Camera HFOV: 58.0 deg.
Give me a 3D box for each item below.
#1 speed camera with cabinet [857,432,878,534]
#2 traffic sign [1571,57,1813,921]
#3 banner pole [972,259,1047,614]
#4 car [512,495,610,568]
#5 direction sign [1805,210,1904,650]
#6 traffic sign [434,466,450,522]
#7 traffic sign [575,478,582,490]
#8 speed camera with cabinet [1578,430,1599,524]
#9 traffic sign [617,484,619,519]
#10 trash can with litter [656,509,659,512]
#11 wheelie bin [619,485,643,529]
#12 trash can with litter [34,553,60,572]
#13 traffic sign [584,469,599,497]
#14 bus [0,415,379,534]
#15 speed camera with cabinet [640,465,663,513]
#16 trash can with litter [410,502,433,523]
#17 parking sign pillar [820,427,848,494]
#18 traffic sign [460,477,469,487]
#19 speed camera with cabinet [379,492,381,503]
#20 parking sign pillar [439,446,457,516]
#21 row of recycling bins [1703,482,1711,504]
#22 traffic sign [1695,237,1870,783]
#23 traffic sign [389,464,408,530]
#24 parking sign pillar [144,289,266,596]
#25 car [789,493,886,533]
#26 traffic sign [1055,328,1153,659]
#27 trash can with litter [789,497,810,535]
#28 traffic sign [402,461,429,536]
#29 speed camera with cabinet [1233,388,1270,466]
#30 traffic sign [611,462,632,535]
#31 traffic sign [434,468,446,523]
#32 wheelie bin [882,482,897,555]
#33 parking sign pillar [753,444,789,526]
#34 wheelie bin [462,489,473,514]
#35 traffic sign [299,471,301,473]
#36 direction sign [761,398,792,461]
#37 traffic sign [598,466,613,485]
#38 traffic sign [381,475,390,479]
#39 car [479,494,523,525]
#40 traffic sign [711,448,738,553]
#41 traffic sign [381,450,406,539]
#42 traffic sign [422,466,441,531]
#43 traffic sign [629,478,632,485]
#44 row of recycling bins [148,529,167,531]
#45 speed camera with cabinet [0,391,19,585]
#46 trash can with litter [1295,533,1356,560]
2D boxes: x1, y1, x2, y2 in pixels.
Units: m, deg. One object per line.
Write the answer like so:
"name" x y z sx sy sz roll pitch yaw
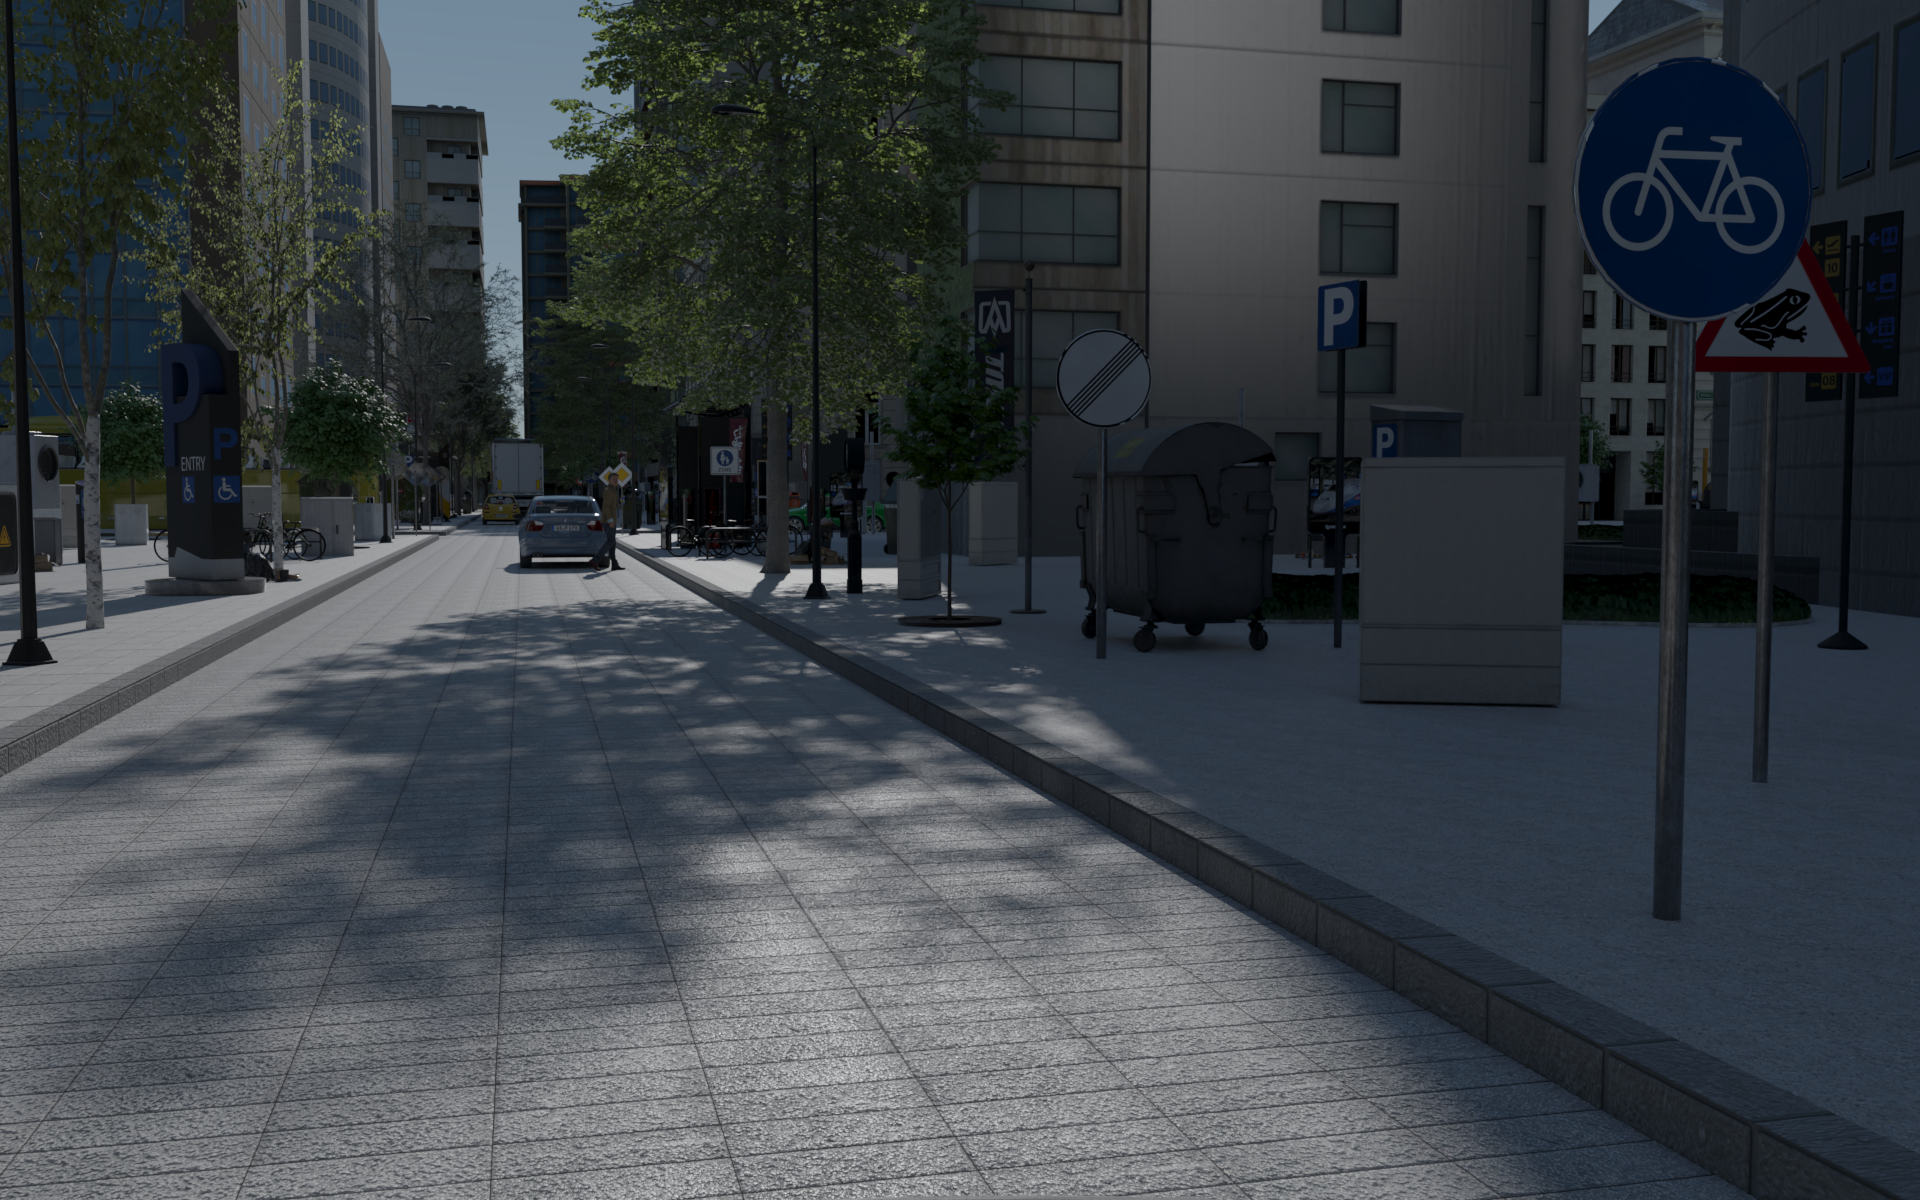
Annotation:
"speed camera with cabinet" -3.244 -3.748 55.620 0.660 3.252 2.038 -2 4 -23
"traffic sign" 2.141 -0.310 5.167 0.768 2.556 0.104 -1 4 -10
"banner pole" 0.523 -1.752 18.670 0.863 3.779 0.401 1 4 23
"car" -8.004 -1.405 34.974 2.014 1.417 4.499 -1 4 -14
"direction sign" 7.349 -1.365 14.315 0.379 3.537 0.876 -1 4 -22
"traffic sign" -23.673 -4.828 79.051 0.768 2.556 0.104 0 4 -5
"traffic sign" -22.394 -6.273 102.672 0.768 2.556 0.104 -1 4 -12
"speed camera with cabinet" 19.165 -3.672 54.367 0.660 3.252 2.038 -1 4 -18
"traffic sign" -17.929 -5.545 90.774 0.768 2.556 0.104 -1 4 -11
"trash can with litter" -20.217 -6.437 116.640 1.055 1.170 0.624 0 4 -2
"wheelie bin" -12.073 -3.418 63.786 0.693 1.594 0.980 2 4 24
"trash can with litter" -15.501 -1.052 28.585 1.055 1.170 0.624 -3 4 -38
"traffic sign" -18.477 -5.307 86.872 0.768 2.556 0.104 -1 4 -10
"bus" -25.148 -3.914 55.541 12.252 3.916 2.896 -1 4 -14
"speed camera with cabinet" -20.815 -7.568 118.079 0.660 3.252 2.038 -3 5 -39
"trash can with litter" -23.587 -3.925 75.568 0.624 1.170 1.055 3 5 41
"parking sign pillar" -4.850 -4.650 64.502 1.447 3.967 1.447 -2 4 -24
"traffic sign" -36.562 -7.795 127.556 0.768 2.556 0.104 -1 4 -13
"speed camera with cabinet" -41.943 -8.042 125.830 2.038 3.252 0.660 -2 4 -30
"parking sign pillar" -28.787 -6.605 96.457 1.447 3.967 1.447 -3 5 -40
"row of recycling bins" 22.509 -2.559 48.946 1.069 1.692 3.534 -1 4 -23
"traffic sign" 3.565 -0.467 7.644 0.884 2.594 0.081 0 4 -7
"traffic sign" -20.105 -3.776 61.844 0.768 2.556 0.104 0 4 -7
"parking sign pillar" -9.769 -2.071 22.333 1.447 3.967 1.447 3 5 42
"car" -4.498 -3.120 59.815 4.718 1.807 1.959 -1 4 -15
"traffic sign" 1.103 -0.815 13.427 0.768 2.556 0.104 -1 4 -9
"trash can with litter" -5.018 -2.693 55.093 2.233 1.210 1.678 -3 4 -38
"traffic sign" -16.631 -3.015 52.939 0.795 2.450 0.064 -1 4 -14
"speed camera with cabinet" 5.036 -2.281 31.634 0.660 3.252 2.038 2 4 32
"traffic sign" -10.619 -3.106 54.428 0.795 2.450 0.064 -1 4 -14
"traffic sign" -23.317 -4.650 77.208 0.795 2.450 0.064 -1 4 -12
"wheelie bin" -1.220 -1.768 36.812 0.693 1.594 0.980 -3 5 -41
"parking sign pillar" -7.347 -4.836 67.546 1.447 3.967 1.447 -2 4 -30
"wheelie bin" -31.736 -6.340 111.567 0.693 1.594 0.980 -1 4 -13
"traffic sign" -18.940 -3.082 50.503 0.768 2.556 0.104 -1 4 -13
"direction sign" -4.304 -2.982 40.758 0.876 3.537 0.379 2 4 31
"traffic sign" -12.572 -3.580 62.172 0.795 2.450 0.064 -1 4 -14
"traffic sign" -26.628 -4.942 80.911 0.768 2.556 0.104 0 4 -7
"car" -21.624 -4.363 81.559 2.015 1.641 3.980 -1 4 -15
"traffic sign" -5.085 -2.163 37.495 0.606 2.300 0.079 -1 4 -9
"traffic sign" -16.229 -3.023 49.529 0.768 2.556 0.104 -1 4 -9
"traffic sign" -18.584 -3.489 60.682 0.795 2.450 0.064 -1 4 -14
"traffic sign" -16.726 -5.195 87.065 0.606 2.300 0.079 -1 4 -10
"row of recycling bins" -28.074 -3.358 62.010 1.069 1.692 3.534 1 4 12
"speed camera with cabinet" -13.781 -1.875 24.987 0.660 3.252 2.038 0 3 0
"trash can with litter" 7.594 -1.439 34.591 2.233 1.210 1.678 -1 4 -16
